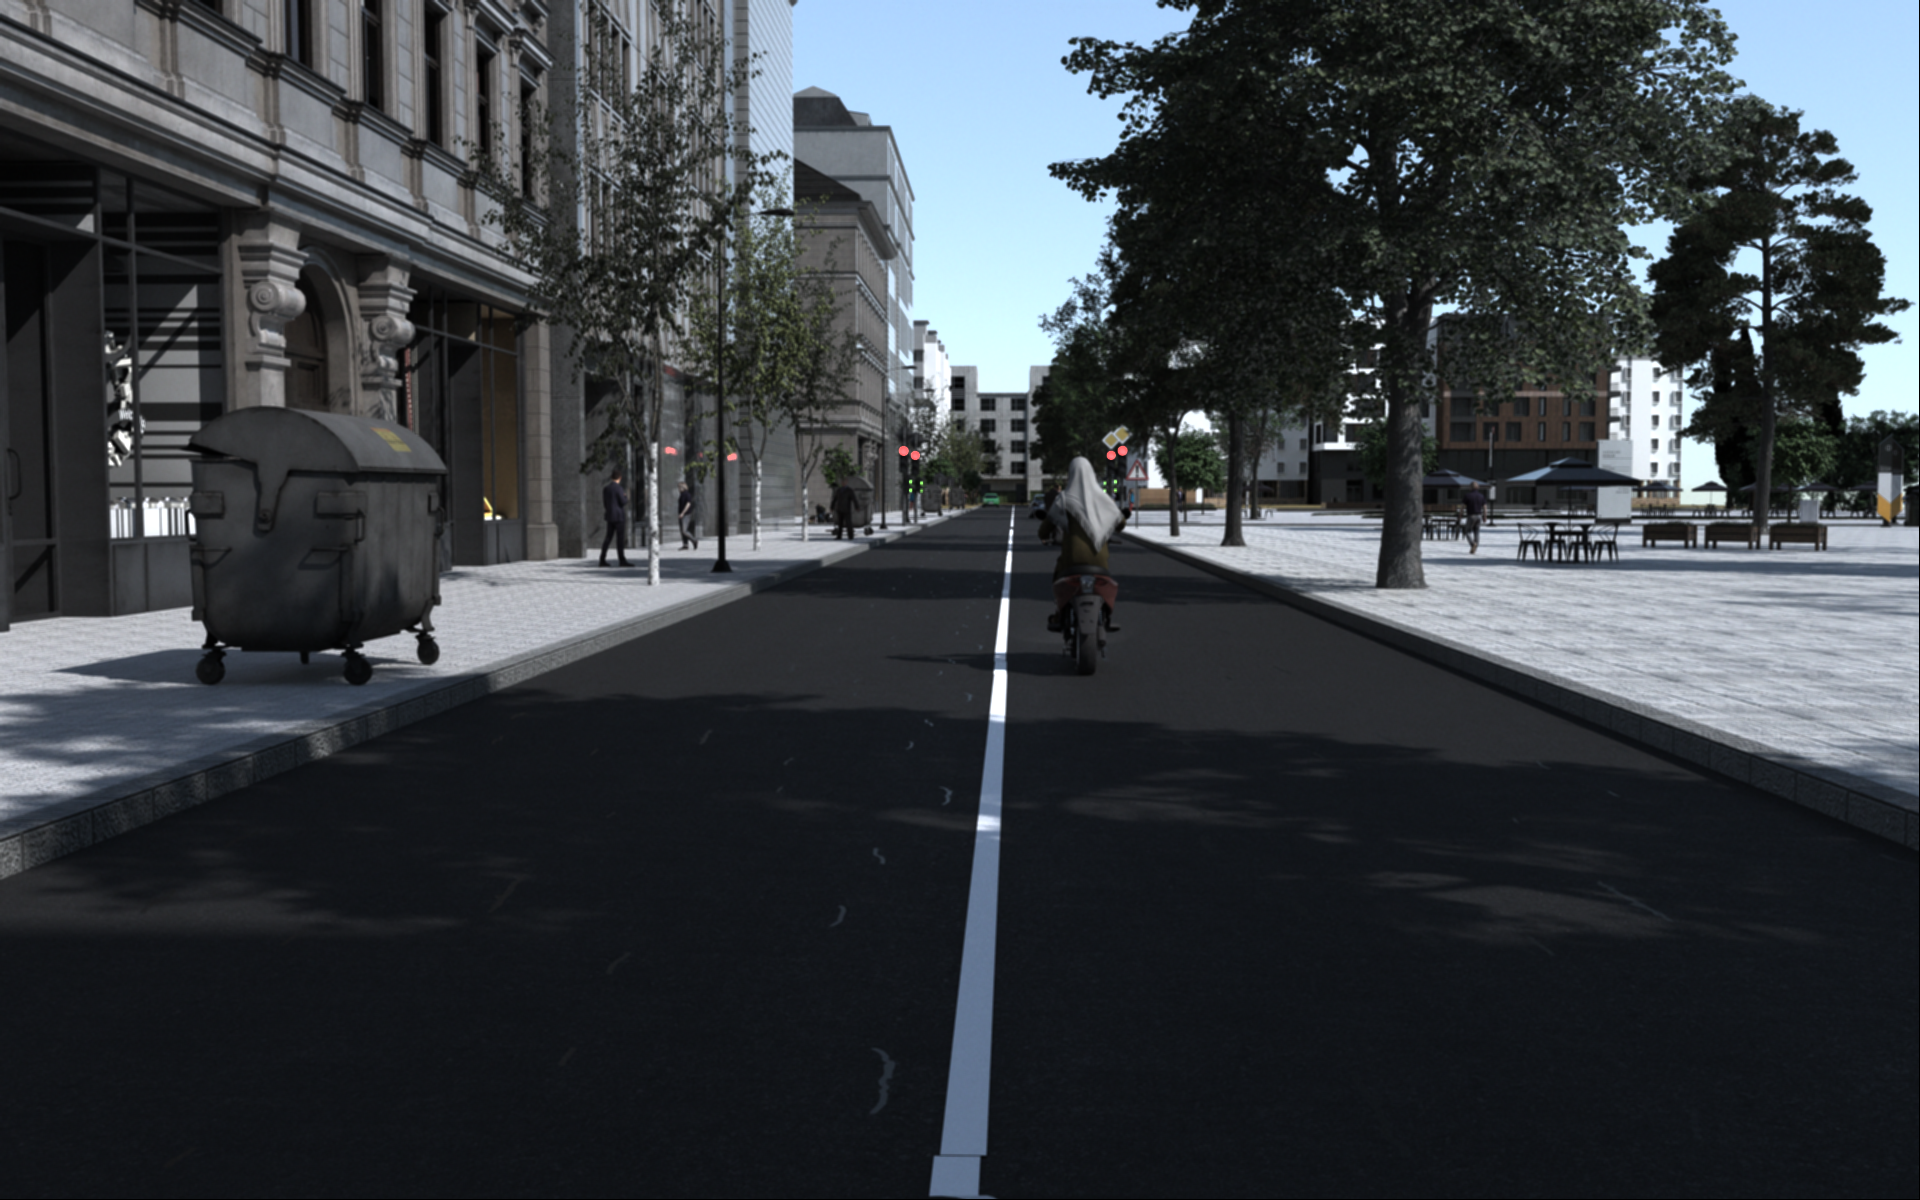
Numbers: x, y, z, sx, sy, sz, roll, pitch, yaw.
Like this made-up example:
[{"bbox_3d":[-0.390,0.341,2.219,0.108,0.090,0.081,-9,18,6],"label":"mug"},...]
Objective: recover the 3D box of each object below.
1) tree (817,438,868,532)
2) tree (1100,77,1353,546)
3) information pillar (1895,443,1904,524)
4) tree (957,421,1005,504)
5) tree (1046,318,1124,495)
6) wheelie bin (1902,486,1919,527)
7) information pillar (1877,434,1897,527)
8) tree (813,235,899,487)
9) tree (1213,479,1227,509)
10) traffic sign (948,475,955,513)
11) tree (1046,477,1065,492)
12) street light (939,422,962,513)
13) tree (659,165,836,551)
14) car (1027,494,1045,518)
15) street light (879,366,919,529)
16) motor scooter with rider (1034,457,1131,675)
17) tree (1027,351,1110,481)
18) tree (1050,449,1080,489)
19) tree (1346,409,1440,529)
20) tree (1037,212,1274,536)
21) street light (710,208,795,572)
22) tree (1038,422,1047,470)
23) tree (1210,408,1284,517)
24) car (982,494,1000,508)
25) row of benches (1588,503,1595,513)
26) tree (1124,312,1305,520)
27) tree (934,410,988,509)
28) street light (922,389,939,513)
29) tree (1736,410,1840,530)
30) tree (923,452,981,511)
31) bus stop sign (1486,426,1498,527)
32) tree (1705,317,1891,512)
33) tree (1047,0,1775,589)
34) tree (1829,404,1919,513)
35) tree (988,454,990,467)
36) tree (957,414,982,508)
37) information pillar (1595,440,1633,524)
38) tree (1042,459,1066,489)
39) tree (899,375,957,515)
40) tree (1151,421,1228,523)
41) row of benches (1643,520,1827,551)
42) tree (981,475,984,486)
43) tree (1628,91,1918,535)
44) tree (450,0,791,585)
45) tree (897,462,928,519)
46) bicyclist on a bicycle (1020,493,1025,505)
[{"bbox_3d":[-3.964,-3.955,59.264,1.663,3.219,1.824,0,3,0],"label":"tree"},{"bbox_3d":[6.749,-7.347,42.181,6.751,12.117,7.091,0,3,0],"label":"tree"},{"bbox_3d":[40.385,-5.095,74.652,0.183,3.616,0.504,-2,4,-26],"label":"information pillar"},{"bbox_3d":[2.270,-17.583,221.901,7.601,10.594,8.767,1,4,12],"label":"tree"},{"bbox_3d":[8.340,-10.389,95.613,9.928,11.665,9.643,0,3,0],"label":"tree"},{"bbox_3d":[37.502,-3.670,67.909,0.980,1.594,0.693,1,4,10],"label":"wheelie bin"},{"bbox_3d":[35.833,-4.632,67.089,0.504,3.616,0.183,1,4,8],"label":"information pillar"},{"bbox_3d":[-4.241,-5.875,46.418,4.360,8.622,3.978,0,3,0],"label":"tree"},{"bbox_3d":[21.994,-9.362,147.663,1.663,3.219,1.824,0,3,0],"label":"tree"},{"bbox_3d":[-0.731,-7.252,118.672,0.768,2.556,0.104,1,4,11],"label":"traffic sign"},{"bbox_3d":[11.959,-13.662,217.972,1.663,3.219,1.824,0,3,0],"label":"tree"},{"bbox_3d":[-0.743,-8.470,111.027,1.470,5.913,1.316,0,4,2],"label":"street light"},{"bbox_3d":[-4.678,-5.435,39.217,4.737,8.622,4.395,0,3,0],"label":"tree"},{"bbox_3d":[5.032,-5.608,103.690,2.014,1.417,4.499,0,4,0],"label":"car"},{"bbox_3d":[-2.241,-5.519,62.776,1.470,5.913,1.316,0,4,2],"label":"street light"},{"bbox_3d":[1.051,-0.327,14.317,0.876,1.779,1.986,0,4,1],"label":"motor scooter with rider"},{"bbox_3d":[8.933,-14.447,143.630,7.806,13.903,7.818,0,3,0],"label":"tree"},{"bbox_3d":[9.497,-12.466,154.175,4.737,8.622,4.395,0,3,0],"label":"tree"},{"bbox_3d":[15.778,-4.859,63.161,4.285,4.588,4.351,0,3,0],"label":"tree"},{"bbox_3d":[6.582,-7.239,52.775,8.767,10.594,7.601,0,4,2],"label":"tree"},{"bbox_3d":[-3.378,-3.411,28.305,1.470,5.913,1.316,0,4,2],"label":"street light"},{"bbox_3d":[9.401,-12.795,131.260,6.751,12.117,7.091,0,3,0],"label":"tree"},{"bbox_3d":[16.380,-9.057,98.437,4.360,8.622,3.978,0,3,0],"label":"tree"},{"bbox_3d":[3.313,-10.790,185.204,1.959,1.807,4.718,0,4,1],"label":"car"},{"bbox_3d":[43.073,-6.149,115.992,1.422,0.672,4.104,3,5,41],"label":"row of benches"},{"bbox_3d":[14.849,-9.810,86.155,9.928,11.665,9.643,0,3,0],"label":"tree"},{"bbox_3d":[-0.484,-12.147,148.963,4.737,8.622,4.395,0,3,0],"label":"tree"},{"bbox_3d":[-1.806,-6.367,76.637,1.470,5.913,1.316,0,4,2],"label":"street light"},{"bbox_3d":[29.648,-4.790,62.024,4.285,4.588,4.351,0,3,0],"label":"tree"},{"bbox_3d":[-1.617,-9.039,131.496,4.285,4.588,4.351,0,3,0],"label":"tree"},{"bbox_3d":[21.037,-4.884,68.560,0.416,3.939,0.855,0,4,8],"label":"bus stop sign"},{"bbox_3d":[63.861,-14.269,135.118,13.155,14.587,18.604,0,4,-7],"label":"tree"},{"bbox_3d":[5.938,-7.137,23.340,9.857,13.997,8.962,0,3,0],"label":"tree"},{"bbox_3d":[60.937,-8.858,107.736,11.467,7.101,20.602,-1,4,-21],"label":"tree"},{"bbox_3d":[1.462,-15.708,207.191,4.737,8.622,4.395,0,3,0],"label":"tree"},{"bbox_3d":[-0.211,-12.507,154.854,4.360,8.622,3.978,0,3,0],"label":"tree"},{"bbox_3d":[28.287,-5.113,74.917,1.656,3.620,0.184,-1,4,-12],"label":"information pillar"},{"bbox_3d":[11.089,-15.310,200.675,4.360,8.622,3.978,0,3,0],"label":"tree"},{"bbox_3d":[-2.442,-9.636,107.910,4.360,8.622,3.978,0,3,0],"label":"tree"},{"bbox_3d":[10.219,-5.766,77.980,4.285,4.588,4.351,0,3,0],"label":"tree"},{"bbox_3d":[18.120,-1.526,40.420,4.104,0.672,1.422,3,5,42],"label":"row of benches"},{"bbox_3d":[1.111,-13.164,198.941,4.285,4.588,4.351,0,3,0],"label":"tree"},{"bbox_3d":[25.142,-8.959,53.900,7.806,13.903,7.818,0,3,0],"label":"tree"},{"bbox_3d":[-4.572,-4.518,24.237,4.360,8.622,3.978,0,3,0],"label":"tree"},{"bbox_3d":[-2.156,-5.812,89.634,1.663,3.219,1.824,0,3,0],"label":"tree"},{"bbox_3d":[7.983,-12.953,221.799,1.499,1.676,1.625,0,3,0],"label":"bicyclist on a bicycle"}]
